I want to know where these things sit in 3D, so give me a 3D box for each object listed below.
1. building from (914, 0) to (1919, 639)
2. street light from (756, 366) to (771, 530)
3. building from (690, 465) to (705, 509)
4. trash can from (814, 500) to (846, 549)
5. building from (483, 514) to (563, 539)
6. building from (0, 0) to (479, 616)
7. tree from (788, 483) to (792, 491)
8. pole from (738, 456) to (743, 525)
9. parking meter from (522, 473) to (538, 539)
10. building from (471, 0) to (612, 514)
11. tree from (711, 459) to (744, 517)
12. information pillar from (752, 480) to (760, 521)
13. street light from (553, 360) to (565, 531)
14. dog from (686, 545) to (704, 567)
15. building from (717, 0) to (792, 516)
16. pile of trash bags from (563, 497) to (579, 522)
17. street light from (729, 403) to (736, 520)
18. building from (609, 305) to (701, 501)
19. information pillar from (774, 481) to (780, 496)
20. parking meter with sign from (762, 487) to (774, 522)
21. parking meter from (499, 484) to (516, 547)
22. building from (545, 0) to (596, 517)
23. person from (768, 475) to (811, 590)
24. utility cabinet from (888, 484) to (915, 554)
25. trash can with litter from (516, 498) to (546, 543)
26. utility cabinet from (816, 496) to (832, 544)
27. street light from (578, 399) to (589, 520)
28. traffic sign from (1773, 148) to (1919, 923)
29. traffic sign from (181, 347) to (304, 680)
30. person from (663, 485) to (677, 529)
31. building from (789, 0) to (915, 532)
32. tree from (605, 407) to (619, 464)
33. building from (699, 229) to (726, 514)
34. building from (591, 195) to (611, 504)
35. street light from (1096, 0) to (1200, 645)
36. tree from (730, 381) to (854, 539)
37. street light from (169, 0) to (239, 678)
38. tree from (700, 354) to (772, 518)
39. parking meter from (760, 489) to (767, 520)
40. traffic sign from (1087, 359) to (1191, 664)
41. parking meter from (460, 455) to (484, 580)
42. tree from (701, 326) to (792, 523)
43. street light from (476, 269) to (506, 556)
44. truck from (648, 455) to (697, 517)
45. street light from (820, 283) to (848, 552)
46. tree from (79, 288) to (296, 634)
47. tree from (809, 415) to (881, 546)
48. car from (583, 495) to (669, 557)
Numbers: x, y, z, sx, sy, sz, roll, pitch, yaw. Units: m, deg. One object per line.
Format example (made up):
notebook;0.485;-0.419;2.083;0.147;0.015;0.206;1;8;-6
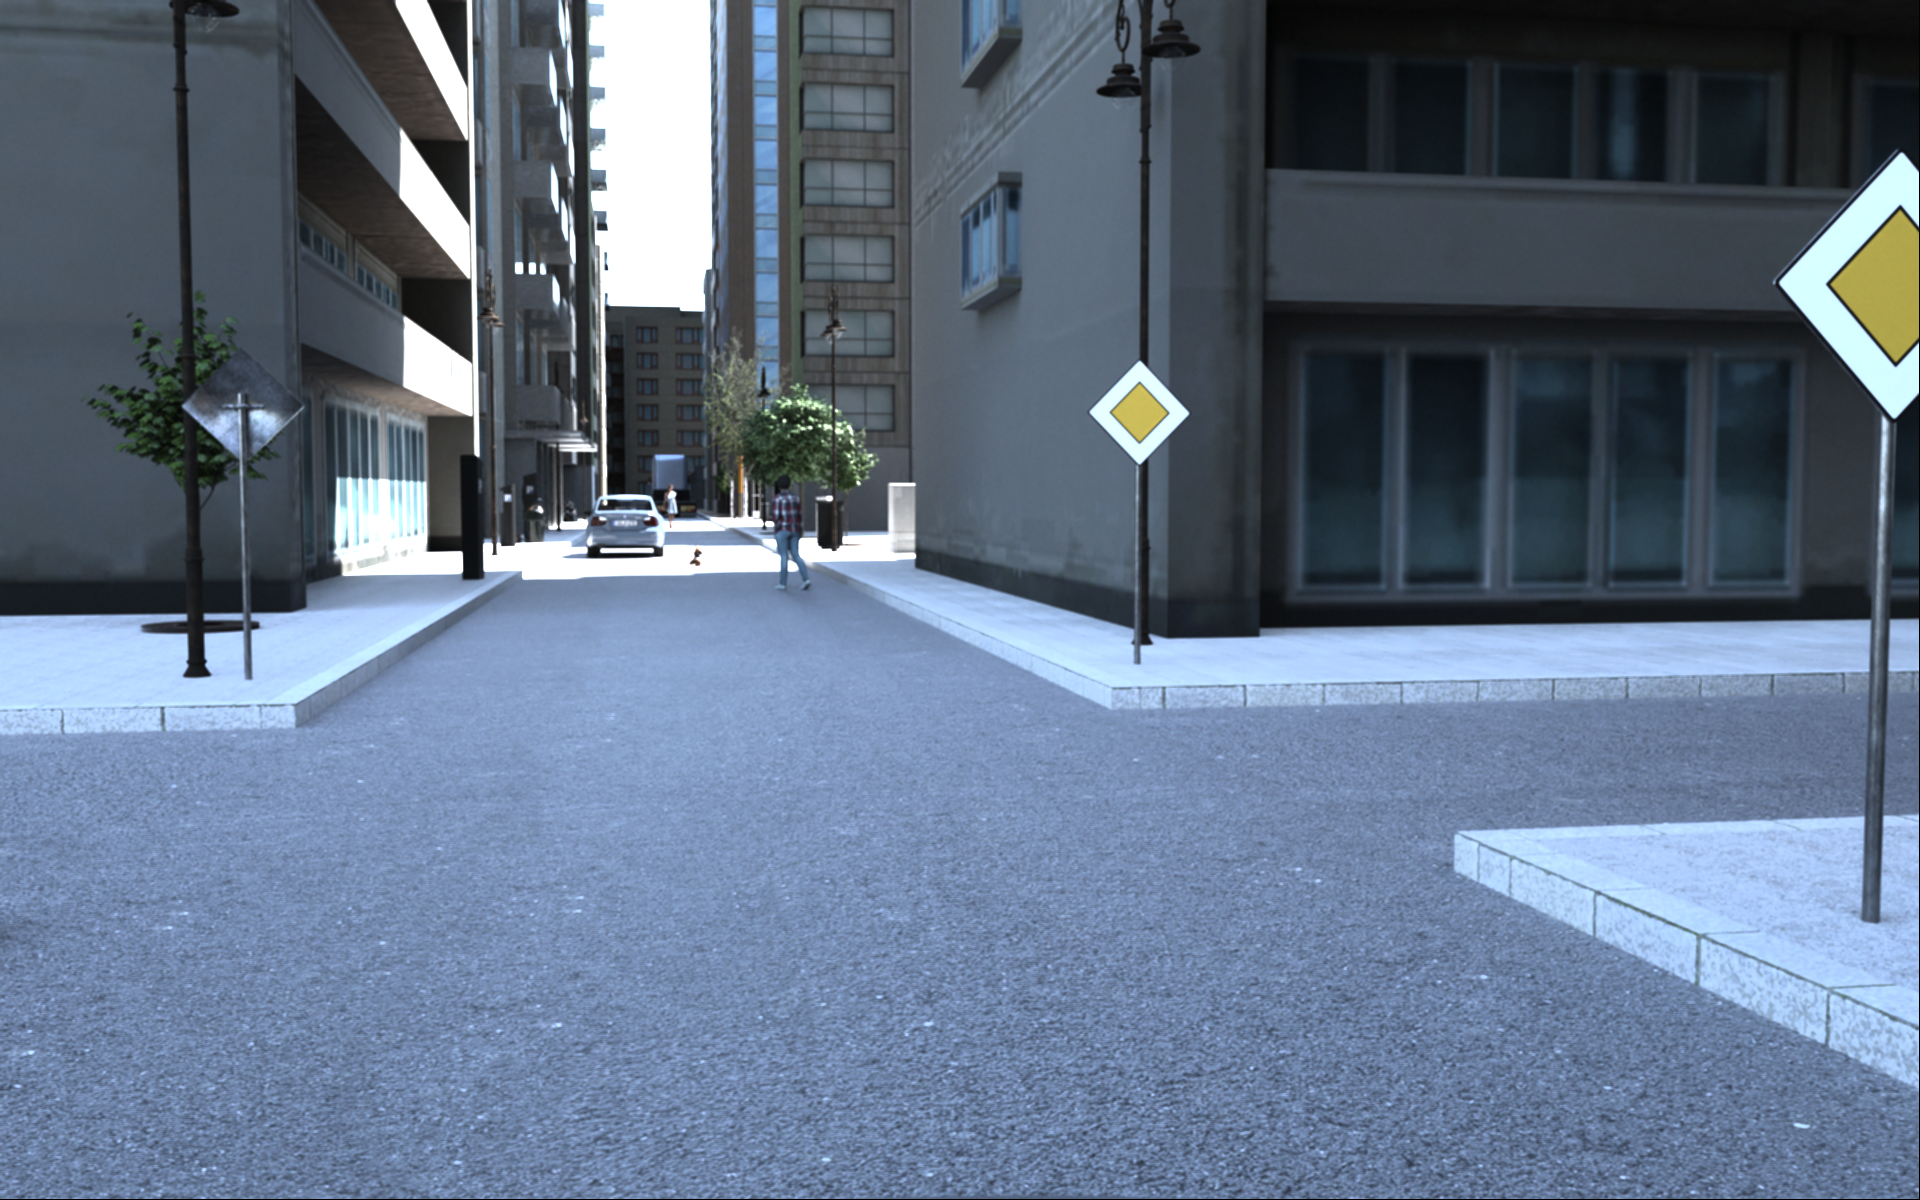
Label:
building;10.319;-24.617;26.190;21.600;48.544;21.300;-1;4;-10
street light;-7.076;-5.485;62.473;0.468;5.910;1.993;-1;4;-10
building;-13.356;-43.635;151.683;20.563;71.187;20.611;-1;4;-10
trash can;-3.017;-1.753;40.315;0.748;1.137;0.748;0;3;0
building;-25.074;-26.887;59.203;23.786;49.044;30.456;-1;4;-10
building;-19.551;-24.587;25.702;21.300;48.544;21.600;-1;4;-10
tree;-8.346;-5.376;82.505;1.663;3.219;1.824;0;3;0
pole;-9.053;-4.745;71.429;0.158;3.312;0.155;0;3;0
parking meter;-11.685;-2.532;47.104;0.399;1.863;0.255;0;4;-5
building;-45.215;-32.195;145.994;30.456;49.044;23.786;-1;4;-10
tree;-13.074;-6.218;96.267;1.663;3.219;1.824;0;3;0
information pillar;-9.888;-4.861;83.971;0.304;2.012;0.304;-1;4;-22
street light;-13.869;-5.316;59.698;0.468;5.910;1.993;-1;4;-10
dog;-5.312;-0.870;34.413;0.550;0.427;0.748;3;4;36
building;-7.658;-27.916;106.543;14.600;45.320;14.200;-1;4;-10
pile of trash bags;-18.551;-4.248;79.213;1.912;1.369;3.447;-1;4;-19
street light;-11.300;-6.965;86.671;0.468;5.910;1.993;-1;4;-10
building;-40.427;-20.544;180.927;28.899;21.520;27.650;-1;4;-10
information pillar;-6.636;-3.607;63.460;0.304;2.012;0.304;1;4;14
parking meter with sign;-8.324;-5.135;80.226;1.738;3.016;0.543;0;4;-4
parking meter;-10.981;-2.057;42.041;0.372;1.533;0.369;0;3;0
building;-26.932;-19.583;91.885;14.160;30.474;14.107;-1;4;-10
person;-2.576;-1.017;25.964;0.563;1.720;0.643;-3;5;-42
utility cabinet;-0.931;-1.723;36.852;1.173;1.500;0.318;-2;4;-27
trash can with litter;-11.403;-2.079;45.382;1.055;1.170;0.624;0;4;0
utility cabinet;-3.541;-2.092;45.363;0.306;1.237;1.020;0;4;6
street light;-18.246;-6.805;84.047;0.468;5.910;1.993;-1;4;-10
traffic sign;2.731;-0.091;5.135;0.795;2.450;0.064;-1;4;-10
traffic sign;-4.916;-0.506;11.912;0.795;2.450;0.064;-1;4;-10
person;-11.791;-3.777;70.344;0.616;1.811;0.778;-2;4;-24
building;0.417;-23.368;65.662;14.154;41.232;14.086;-1;4;-10
tree;-28.262;-11.209;133.630;4.360;8.622;3.978;0;3;0
building;-4.851;-17.405;129.611;27.650;21.520;28.899;-1;4;-10
building;-37.383;-16.334;112.106;27.650;21.520;28.899;-1;4;-10
street light;1.555;-2.557;14.603;0.468;5.910;1.993;-1;4;-10
tree;-4.695;-4.063;50.151;4.285;4.588;4.351;0;3;0
street light;-5.368;-2.399;12.007;0.468;5.910;1.993;-1;4;-10
tree;-11.971;-8.666;92.058;4.737;8.622;4.395;0;3;0
parking meter;-9.826;-4.777;86.511;0.372;1.533;0.369;0;3;0
traffic sign;1.334;-0.572;12.998;0.795;2.450;0.064;-1;4;-10
parking meter;-7.350;-1.248;26.108;0.255;1.863;0.399;0;4;-2
tree;-9.297;-7.735;76.832;4.360;8.622;3.978;0;3;0
street light;-9.640;-3.849;35.716;0.468;5.910;1.993;-1;4;-10
truck;-18.891;-7.581;113.701;2.967;4.110;18.799;-1;4;-11
street light;-2.776;-3.995;38.100;0.468;5.910;1.993;-1;4;-10
tree;-7.058;-1.328;16.319;1.663;3.219;1.824;0;3;0
tree;-2.944;-2.948;42.798;1.663;3.219;1.824;0;3;0
car;-7.833;-1.750;40.618;2.014;1.417;4.499;-1;4;-10
